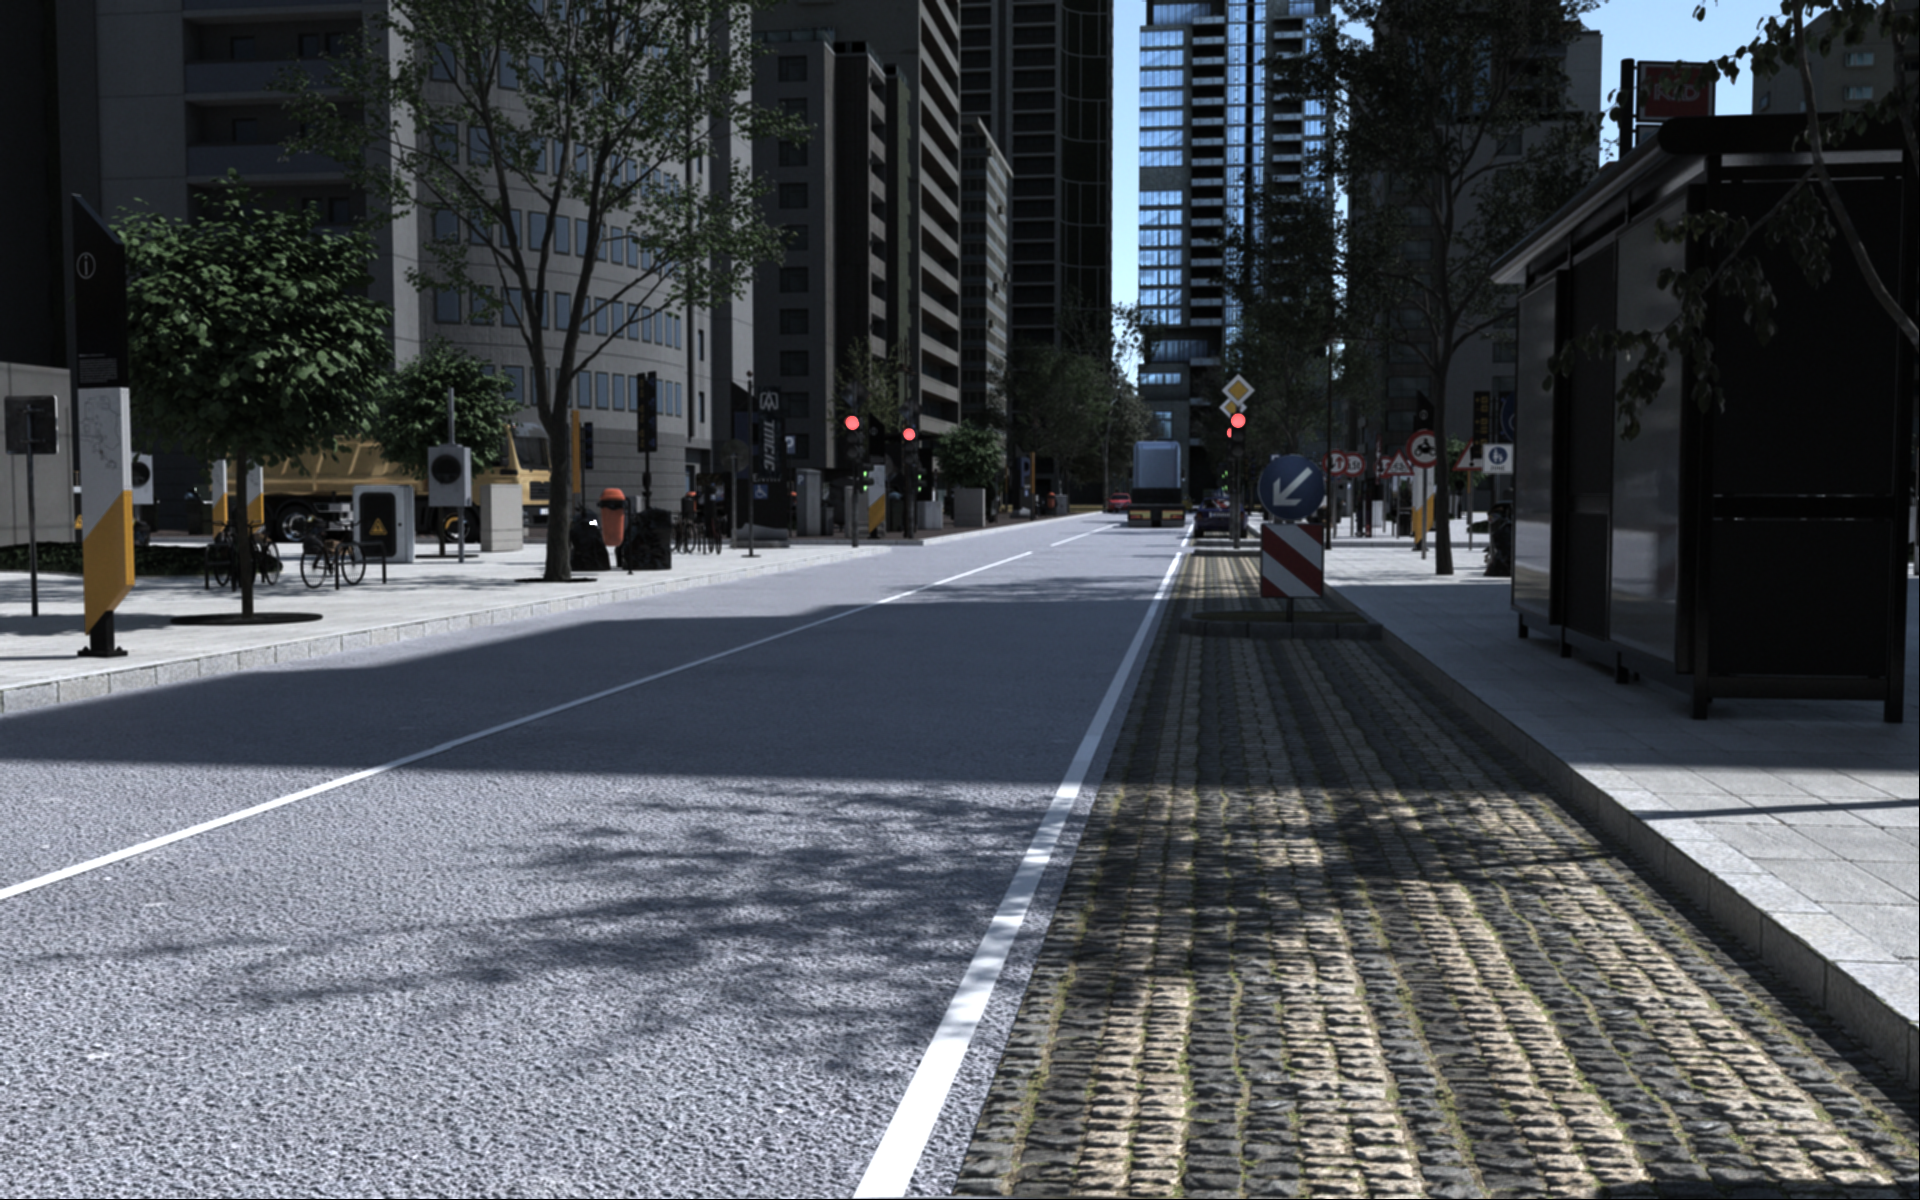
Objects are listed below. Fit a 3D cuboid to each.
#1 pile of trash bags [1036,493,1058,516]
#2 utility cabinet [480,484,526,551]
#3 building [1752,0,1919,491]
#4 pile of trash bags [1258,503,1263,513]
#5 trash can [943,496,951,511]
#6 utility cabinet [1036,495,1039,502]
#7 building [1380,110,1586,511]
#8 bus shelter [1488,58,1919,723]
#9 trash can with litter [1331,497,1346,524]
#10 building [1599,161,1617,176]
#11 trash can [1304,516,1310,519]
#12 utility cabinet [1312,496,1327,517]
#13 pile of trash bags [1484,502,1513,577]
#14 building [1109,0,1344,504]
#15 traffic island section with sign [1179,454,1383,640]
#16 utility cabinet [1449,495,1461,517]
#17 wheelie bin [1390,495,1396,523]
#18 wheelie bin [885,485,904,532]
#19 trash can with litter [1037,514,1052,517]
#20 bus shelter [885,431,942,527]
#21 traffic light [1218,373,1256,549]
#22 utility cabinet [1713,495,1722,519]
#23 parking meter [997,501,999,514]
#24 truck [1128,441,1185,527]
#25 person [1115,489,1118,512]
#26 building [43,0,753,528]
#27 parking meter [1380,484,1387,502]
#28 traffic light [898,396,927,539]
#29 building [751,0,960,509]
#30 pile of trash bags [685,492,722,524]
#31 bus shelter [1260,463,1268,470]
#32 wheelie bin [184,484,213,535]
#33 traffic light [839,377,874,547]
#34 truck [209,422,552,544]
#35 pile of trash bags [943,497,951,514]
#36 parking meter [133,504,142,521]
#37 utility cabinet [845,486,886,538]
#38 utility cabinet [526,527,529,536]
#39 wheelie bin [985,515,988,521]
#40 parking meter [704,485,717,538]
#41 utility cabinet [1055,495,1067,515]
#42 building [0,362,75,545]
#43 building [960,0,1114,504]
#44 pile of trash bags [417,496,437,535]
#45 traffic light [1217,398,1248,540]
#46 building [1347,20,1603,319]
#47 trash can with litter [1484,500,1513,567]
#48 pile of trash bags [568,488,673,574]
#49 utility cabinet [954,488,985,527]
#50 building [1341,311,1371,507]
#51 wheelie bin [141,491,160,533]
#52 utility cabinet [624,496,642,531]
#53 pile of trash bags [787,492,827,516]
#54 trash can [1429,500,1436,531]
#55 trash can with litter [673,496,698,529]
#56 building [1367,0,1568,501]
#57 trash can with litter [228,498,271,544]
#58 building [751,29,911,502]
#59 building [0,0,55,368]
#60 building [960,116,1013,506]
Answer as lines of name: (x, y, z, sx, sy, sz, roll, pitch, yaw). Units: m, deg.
pile of trash bags: (4.903, -5.678, 102.590, 1.912, 1.369, 3.447, -1, 4, -18)
utility cabinet: (-10.240, -1.834, 38.657, 0.318, 1.500, 1.173, 1, 4, 21)
building: (90.244, -33.223, 166.895, 21.600, 48.544, 21.300, 0, 4, 8)
pile of trash bags: (21.796, -6.634, 118.217, 1.912, 1.369, 3.447, -1, 4, -16)
trash can: (-0.830, -6.778, 122.477, 0.748, 1.137, 0.748, 0, 3, 0)
utility cabinet: (4.663, -6.200, 112.535, 0.306, 1.237, 1.020, 3, 5, 42)
building: (39.860, -22.204, 134.741, 14.160, 30.474, 14.107, 0, 4, 8)
bus shelter: (5.571, -2.212, 13.798, 2.179, 5.291, 8.768, 1, 4, 8)
trash can with litter: (16.387, -3.934, 75.710, 0.624, 1.170, 1.055, 2, 4, 33)
building: (93.255, -34.495, 218.620, 28.867, 44.769, 22.147, 0, 4, 8)
trash can: (17.770, -4.750, 89.321, 0.748, 1.137, 0.748, 0, 3, 0)
utility cabinet: (16.785, -4.255, 80.733, 0.306, 1.237, 1.020, 3, 5, 42)
pile of trash bags: (9.069, -1.047, 26.864, 1.912, 1.369, 3.447, 2, 4, 25)
building: (35.196, -55.799, 224.982, 31.000, 86.520, 22.319, 0, 4, 8)
traffic island section with sign: (3.292, -0.571, 17.967, 1.989, 1.847, 2.006, 0, 4, 8)
utility cabinet: (27.852, -5.279, 97.479, 0.306, 1.237, 1.020, 0, 4, -8)
wheelie bin: (19.293, -4.155, 75.838, 0.980, 1.594, 0.693, 2, 4, 31)
wheelie bin: (-2.309, -3.105, 58.679, 0.693, 1.594, 0.980, -3, 5, -44)
trash can with litter: (4.285, -5.289, 97.532, 2.233, 1.210, 1.678, -2, 4, -24)
bus shelter: (-2.029, -4.636, 67.088, 1.731, 3.624, 6.357, 0, 4, 8)
traffic light: (6.460, -3.150, 40.429, 0.839, 4.253, 0.868, 0, 4, 8)
utility cabinet: (38.668, -4.729, 88.473, 1.020, 1.237, 0.306, 3, 4, 36)
parking meter: (2.285, -6.272, 110.961, 0.372, 1.533, 0.369, 0, 3, 0)
truck: (9.378, -5.678, 82.601, 2.967, 4.110, 18.799, 0, 4, 6)
person: (12.259, -7.778, 135.654, 0.705, 1.826, 1.348, 1, 4, 11)
building: (-23.101, -32.679, 76.308, 21.231, 58.520, 28.212, 0, 4, 8)
parking meter: (24.168, -5.697, 98.856, 0.399, 1.863, 0.255, -2, 4, -32)
traffic light: (-1.385, -3.711, 49.593, 0.839, 4.253, 0.868, 0, 4, 8)
building: (-12.016, -31.411, 137.264, 21.300, 48.544, 21.600, 0, 4, 8)
pile of trash bags: (-10.843, -4.037, 75.758, 1.912, 1.369, 3.447, 2, 4, 29)
bus shelter: (18.868, -6.648, 102.625, 2.014, 3.302, 5.546, 1, 4, 8)
wheelie bin: (-23.966, -2.851, 54.527, 0.693, 1.594, 0.980, 1, 4, 15)
traffic light: (-2.513, -3.227, 41.688, 0.839, 4.253, 0.868, 0, 4, 8)
truck: (-15.141, -3.114, 46.835, 9.791, 3.379, 3.469, 1, 4, 8)
pile of trash bags: (0.412, -6.057, 108.779, 1.912, 1.369, 3.447, -2, 4, -30)
parking meter: (-18.911, -1.907, 39.596, 0.372, 1.533, 0.369, 0, 3, 0)
utility cabinet: (-2.749, -2.555, 50.453, 1.173, 1.500, 0.318, -2, 4, -24)
utility cabinet: (-13.525, -2.644, 51.906, 1.173, 1.500, 0.318, 1, 4, 18)
wheelie bin: (0.931, -4.632, 83.637, 0.693, 1.594, 0.980, 1, 4, 23)
parking meter: (-7.348, -2.607, 51.039, 0.372, 1.533, 0.369, 0, 3, 0)
utility cabinet: (5.976, -5.739, 104.997, 1.020, 1.237, 0.306, 0, 4, -3)
building: (-29.082, -35.787, 23.366, 20.611, 71.187, 20.563, 0, 4, 8)
building: (9.286, -48.326, 228.380, 20.611, 71.187, 20.563, 0, 4, 8)
pile of trash bags: (-16.768, -2.785, 55.288, 3.447, 1.369, 1.912, 2, 4, 28)
traffic light: (7.588, -3.634, 48.334, 0.839, 4.253, 0.868, 0, 4, 8)
building: (64.415, -41.531, 221.031, 28.212, 58.520, 21.231, 0, 4, 8)
trash can with litter: (9.386, -1.153, 30.234, 0.624, 1.170, 1.055, 0, 4, 1)
pile of trash bags: (-5.774, -1.179, 29.034, 1.912, 1.369, 3.447, -1, 4, -11)
utility cabinet: (0.369, -3.554, 66.787, 1.173, 1.500, 0.318, 1, 4, 16)
building: (52.532, -19.832, 169.292, 27.650, 21.520, 28.899, 0, 4, 8)
wheelie bin: (-27.138, -3.055, 57.861, 0.693, 1.594, 0.980, -1, 4, -19)
utility cabinet: (-11.667, -3.040, 60.869, 1.020, 1.237, 0.306, 2, 4, 30)
pile of trash bags: (-6.936, -4.023, 75.536, 1.912, 1.369, 3.447, -1, 4, -23)
trash can: (16.300, -2.929, 59.541, 0.748, 1.137, 0.748, 0, 3, 0)
trash can with litter: (-10.533, -3.269, 64.512, 2.233, 1.210, 1.678, -3, 5, -41)
building: (42.830, -30.465, 148.219, 14.600, 45.320, 14.200, 0, 4, 8)
trash can with litter: (-18.320, -2.035, 44.665, 1.055, 1.170, 0.624, 0, 4, 1)
building: (-11.279, -20.821, 112.118, 14.160, 30.474, 14.107, 0, 4, 8)
building: (-44.153, -18.318, 71.205, 14.107, 30.474, 14.160, 0, 4, 8)
building: (-7.501, -29.602, 175.876, 23.993, 40.220, 32.217, 0, 4, 8)
